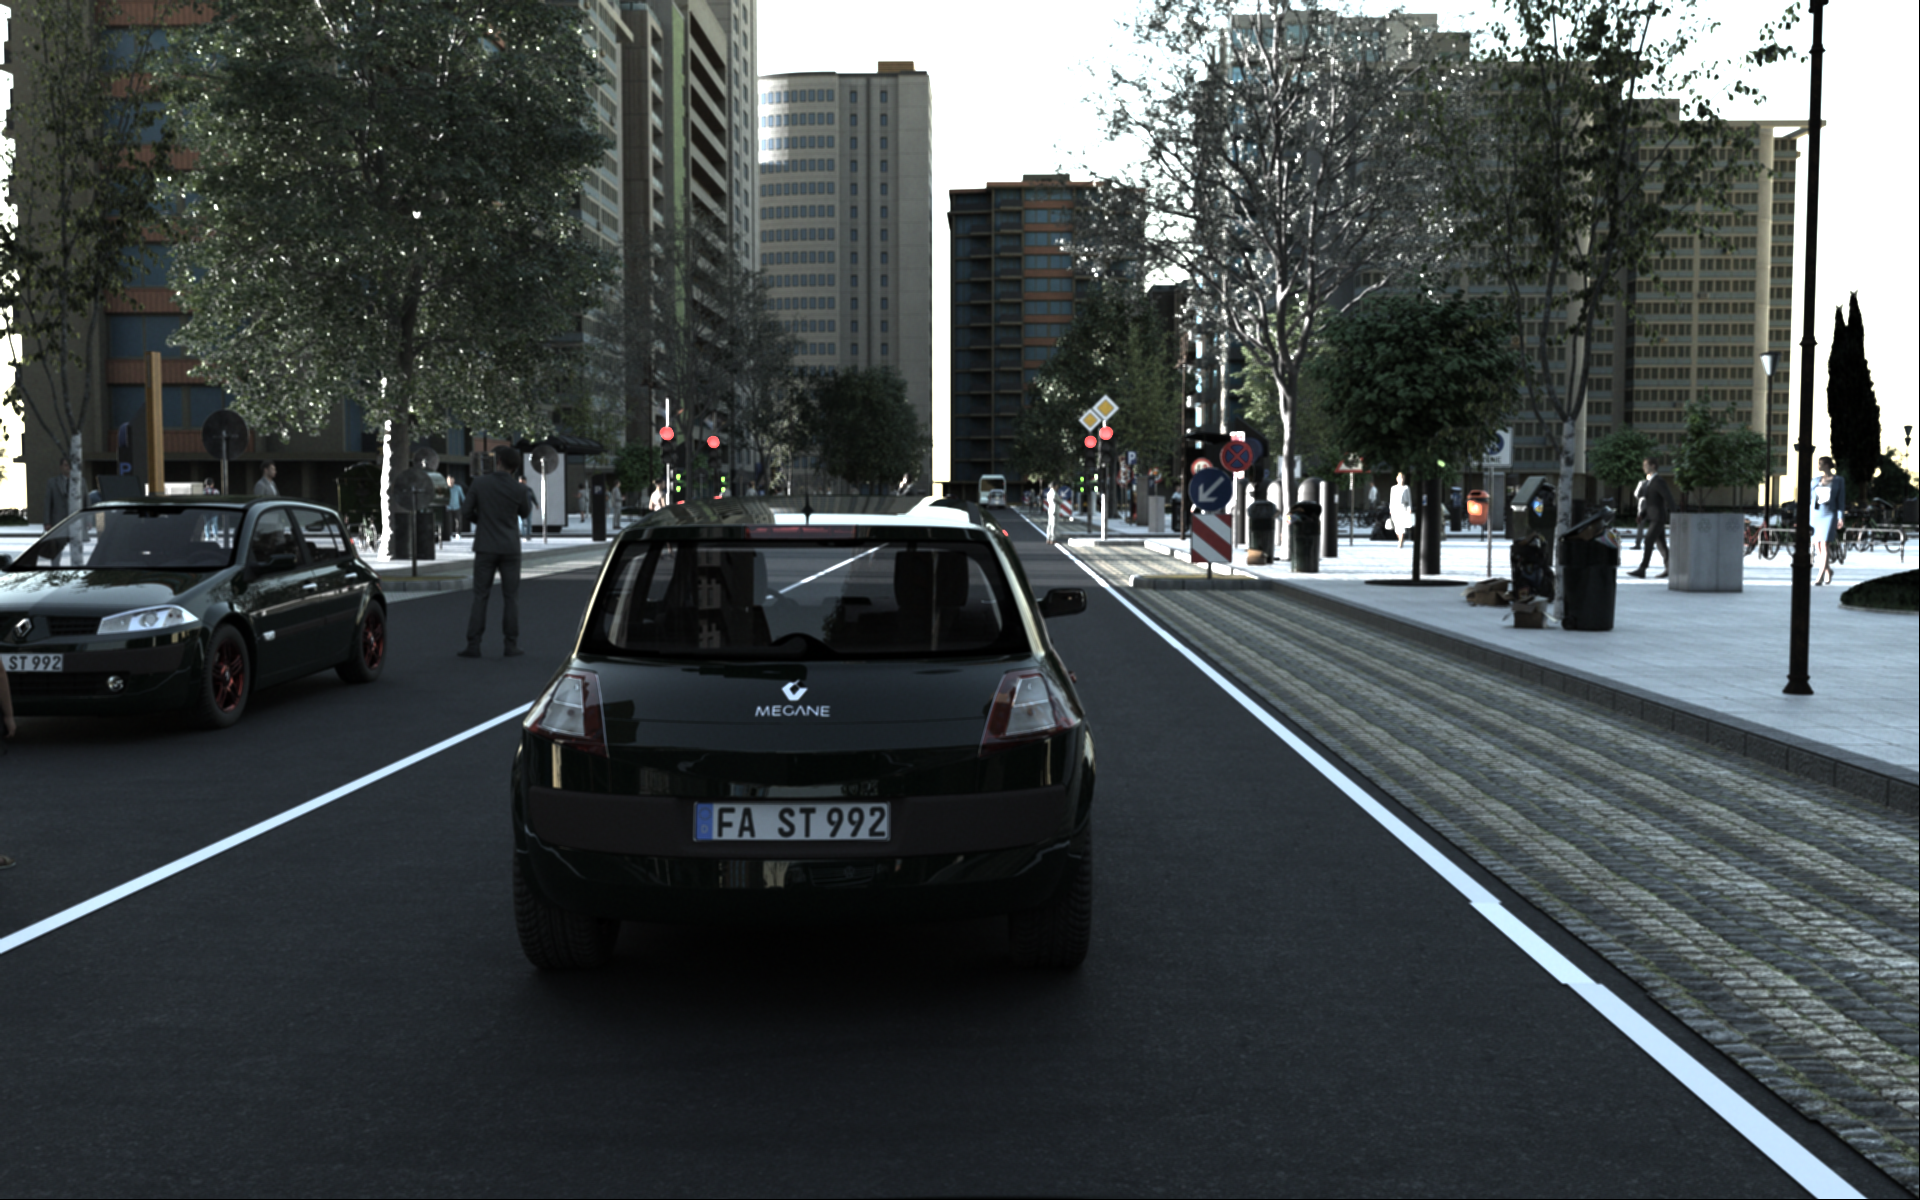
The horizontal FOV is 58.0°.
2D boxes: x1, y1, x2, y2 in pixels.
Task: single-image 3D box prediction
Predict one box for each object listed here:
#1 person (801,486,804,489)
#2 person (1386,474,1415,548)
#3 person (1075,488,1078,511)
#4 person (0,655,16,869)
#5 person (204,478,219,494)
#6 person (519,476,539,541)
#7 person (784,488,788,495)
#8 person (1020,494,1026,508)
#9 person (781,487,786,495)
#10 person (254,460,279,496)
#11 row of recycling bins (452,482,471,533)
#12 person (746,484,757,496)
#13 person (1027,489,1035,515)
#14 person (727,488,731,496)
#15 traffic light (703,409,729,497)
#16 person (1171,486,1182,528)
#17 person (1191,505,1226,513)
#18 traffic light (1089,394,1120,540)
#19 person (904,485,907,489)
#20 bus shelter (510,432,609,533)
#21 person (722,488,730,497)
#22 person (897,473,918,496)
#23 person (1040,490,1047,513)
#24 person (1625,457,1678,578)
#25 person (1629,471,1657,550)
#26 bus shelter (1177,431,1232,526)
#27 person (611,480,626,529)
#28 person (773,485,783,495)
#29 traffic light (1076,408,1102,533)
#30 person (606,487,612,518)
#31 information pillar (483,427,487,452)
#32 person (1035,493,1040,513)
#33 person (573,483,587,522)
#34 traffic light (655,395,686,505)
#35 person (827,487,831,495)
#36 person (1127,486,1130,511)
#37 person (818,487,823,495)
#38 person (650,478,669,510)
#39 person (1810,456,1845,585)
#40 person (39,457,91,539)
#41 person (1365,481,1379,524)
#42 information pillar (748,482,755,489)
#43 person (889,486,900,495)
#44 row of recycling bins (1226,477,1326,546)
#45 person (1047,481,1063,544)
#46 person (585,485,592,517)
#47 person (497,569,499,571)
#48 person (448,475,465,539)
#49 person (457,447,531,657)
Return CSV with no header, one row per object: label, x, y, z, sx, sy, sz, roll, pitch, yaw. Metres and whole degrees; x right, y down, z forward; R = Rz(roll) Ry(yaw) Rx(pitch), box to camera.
person,-9.307,-6.138,106.616,1.509,1.804,0.699,-2,4,-25
person,10.498,-2.122,41.097,0.624,1.780,0.694,-3,5,-41
person,8.966,-7.663,131.361,0.654,1.822,0.581,2,4,25
person,-3.804,0.402,6.598,0.362,1.253,0.373,0,4,5
person,-20.735,-2.508,47.881,0.563,1.720,0.643,-1,4,-15
person,-11.967,-2.520,47.592,0.623,1.781,0.721,-3,5,-42
person,-16.041,-9.425,159.773,1.348,1.869,0.705,3,5,45
person,6.087,-9.381,165.104,0.991,1.433,0.599,3,4,36
person,-12.211,-6.859,118.736,0.519,1.759,0.362,-2,4,-35
person,-10.528,-1.245,26.598,0.583,1.804,0.606,0,4,-2
row of recycling bins,-18.025,-3.092,57.660,3.534,1.692,1.069,0,4,4
person,-11.219,-5.342,93.226,0.661,1.843,0.795,-2,4,-34
person,4.908,-6.758,119.171,0.526,1.800,0.537,-1,4,-10
person,-15.550,-6.715,115.960,0.709,1.813,0.853,3,4,36
traffic light,-8.025,-4.160,56.931,0.839,4.253,0.868,0,4,1
person,8.152,-3.483,64.806,0.589,1.601,0.330,-2,4,-33
person,5.661,-2.011,39.194,0.678,1.792,0.850,-1,4,-18
traffic light,4.065,-3.657,48.707,0.839,4.253,0.868,0,4,1
person,-2.115,-3.791,70.821,0.599,1.781,0.374,-1,4,-20
bus shelter,-13.585,-3.990,59.166,2.014,3.302,5.546,0,4,1
person,-13.613,-5.743,100.146,0.606,1.804,0.583,-3,5,-39
person,-1.198,-1.938,39.542,0.474,1.900,0.648,0,4,4
person,6.275,-7.447,130.682,0.534,1.772,0.576,-1,4,-12
person,10.553,-1.261,26.433,0.755,1.850,0.659,1,4,11
person,15.811,-2.085,39.942,0.655,1.846,0.447,0,4,3
bus shelter,9.636,-4.664,67.547,1.731,3.624,6.357,0,4,1
person,-12.413,-3.479,63.121,0.583,1.804,0.606,-2,4,-26
person,-7.459,-3.773,70.550,0.532,1.782,0.716,1,4,9
traffic light,4.233,-4.145,56.690,0.839,4.253,0.868,0,4,1
person,-18.967,-5.263,93.090,0.512,1.701,0.522,0,4,-1
information pillar,-15.988,-4.099,58.380,0.183,3.616,0.504,-1,4,-16
person,5.887,-7.374,131.653,0.503,1.515,0.523,1,4,15
person,-17.191,-4.413,78.553,0.532,1.782,0.716,1,4,19
traffic light,-8.193,-3.671,48.948,0.839,4.253,0.868,0,4,1
person,-9.639,-7.410,127.541,0.624,1.780,0.694,1,4,17
person,12.495,-7.464,127.941,0.748,1.841,0.638,-3,5,-44
person,-9.300,-6.630,114.985,0.362,1.759,0.519,2,4,29
person,-6.498,-1.782,37.980,0.599,1.781,0.374,3,5,40
person,12.255,-1.126,24.479,0.654,1.822,0.581,-2,4,-28
person,-12.812,-1.143,24.837,0.694,1.812,0.767,-3,5,-40
person,17.481,-4.108,73.303,0.850,1.850,0.679,0,4,4
information pillar,-12.324,-5.987,102.377,0.304,2.012,0.304,2,4,32
person,-2.818,-4.111,75.898,0.473,1.802,0.592,-3,5,-44
row of recycling bins,7.923,-2.218,43.375,1.069,1.692,3.534,-2,4,-30
person,2.755,-2.508,49.682,0.466,1.800,0.511,-2,4,-32
person,-20.993,-5.609,97.934,0.466,1.800,0.511,3,5,39
person,-8.690,-1.444,32.305,0.583,1.804,0.606,3,5,44
person,-14.371,-2.637,49.184,0.660,1.820,0.620,-1,4,-16
person,-4.144,-0.434,15.395,0.655,1.846,0.447,-1,4,-19
